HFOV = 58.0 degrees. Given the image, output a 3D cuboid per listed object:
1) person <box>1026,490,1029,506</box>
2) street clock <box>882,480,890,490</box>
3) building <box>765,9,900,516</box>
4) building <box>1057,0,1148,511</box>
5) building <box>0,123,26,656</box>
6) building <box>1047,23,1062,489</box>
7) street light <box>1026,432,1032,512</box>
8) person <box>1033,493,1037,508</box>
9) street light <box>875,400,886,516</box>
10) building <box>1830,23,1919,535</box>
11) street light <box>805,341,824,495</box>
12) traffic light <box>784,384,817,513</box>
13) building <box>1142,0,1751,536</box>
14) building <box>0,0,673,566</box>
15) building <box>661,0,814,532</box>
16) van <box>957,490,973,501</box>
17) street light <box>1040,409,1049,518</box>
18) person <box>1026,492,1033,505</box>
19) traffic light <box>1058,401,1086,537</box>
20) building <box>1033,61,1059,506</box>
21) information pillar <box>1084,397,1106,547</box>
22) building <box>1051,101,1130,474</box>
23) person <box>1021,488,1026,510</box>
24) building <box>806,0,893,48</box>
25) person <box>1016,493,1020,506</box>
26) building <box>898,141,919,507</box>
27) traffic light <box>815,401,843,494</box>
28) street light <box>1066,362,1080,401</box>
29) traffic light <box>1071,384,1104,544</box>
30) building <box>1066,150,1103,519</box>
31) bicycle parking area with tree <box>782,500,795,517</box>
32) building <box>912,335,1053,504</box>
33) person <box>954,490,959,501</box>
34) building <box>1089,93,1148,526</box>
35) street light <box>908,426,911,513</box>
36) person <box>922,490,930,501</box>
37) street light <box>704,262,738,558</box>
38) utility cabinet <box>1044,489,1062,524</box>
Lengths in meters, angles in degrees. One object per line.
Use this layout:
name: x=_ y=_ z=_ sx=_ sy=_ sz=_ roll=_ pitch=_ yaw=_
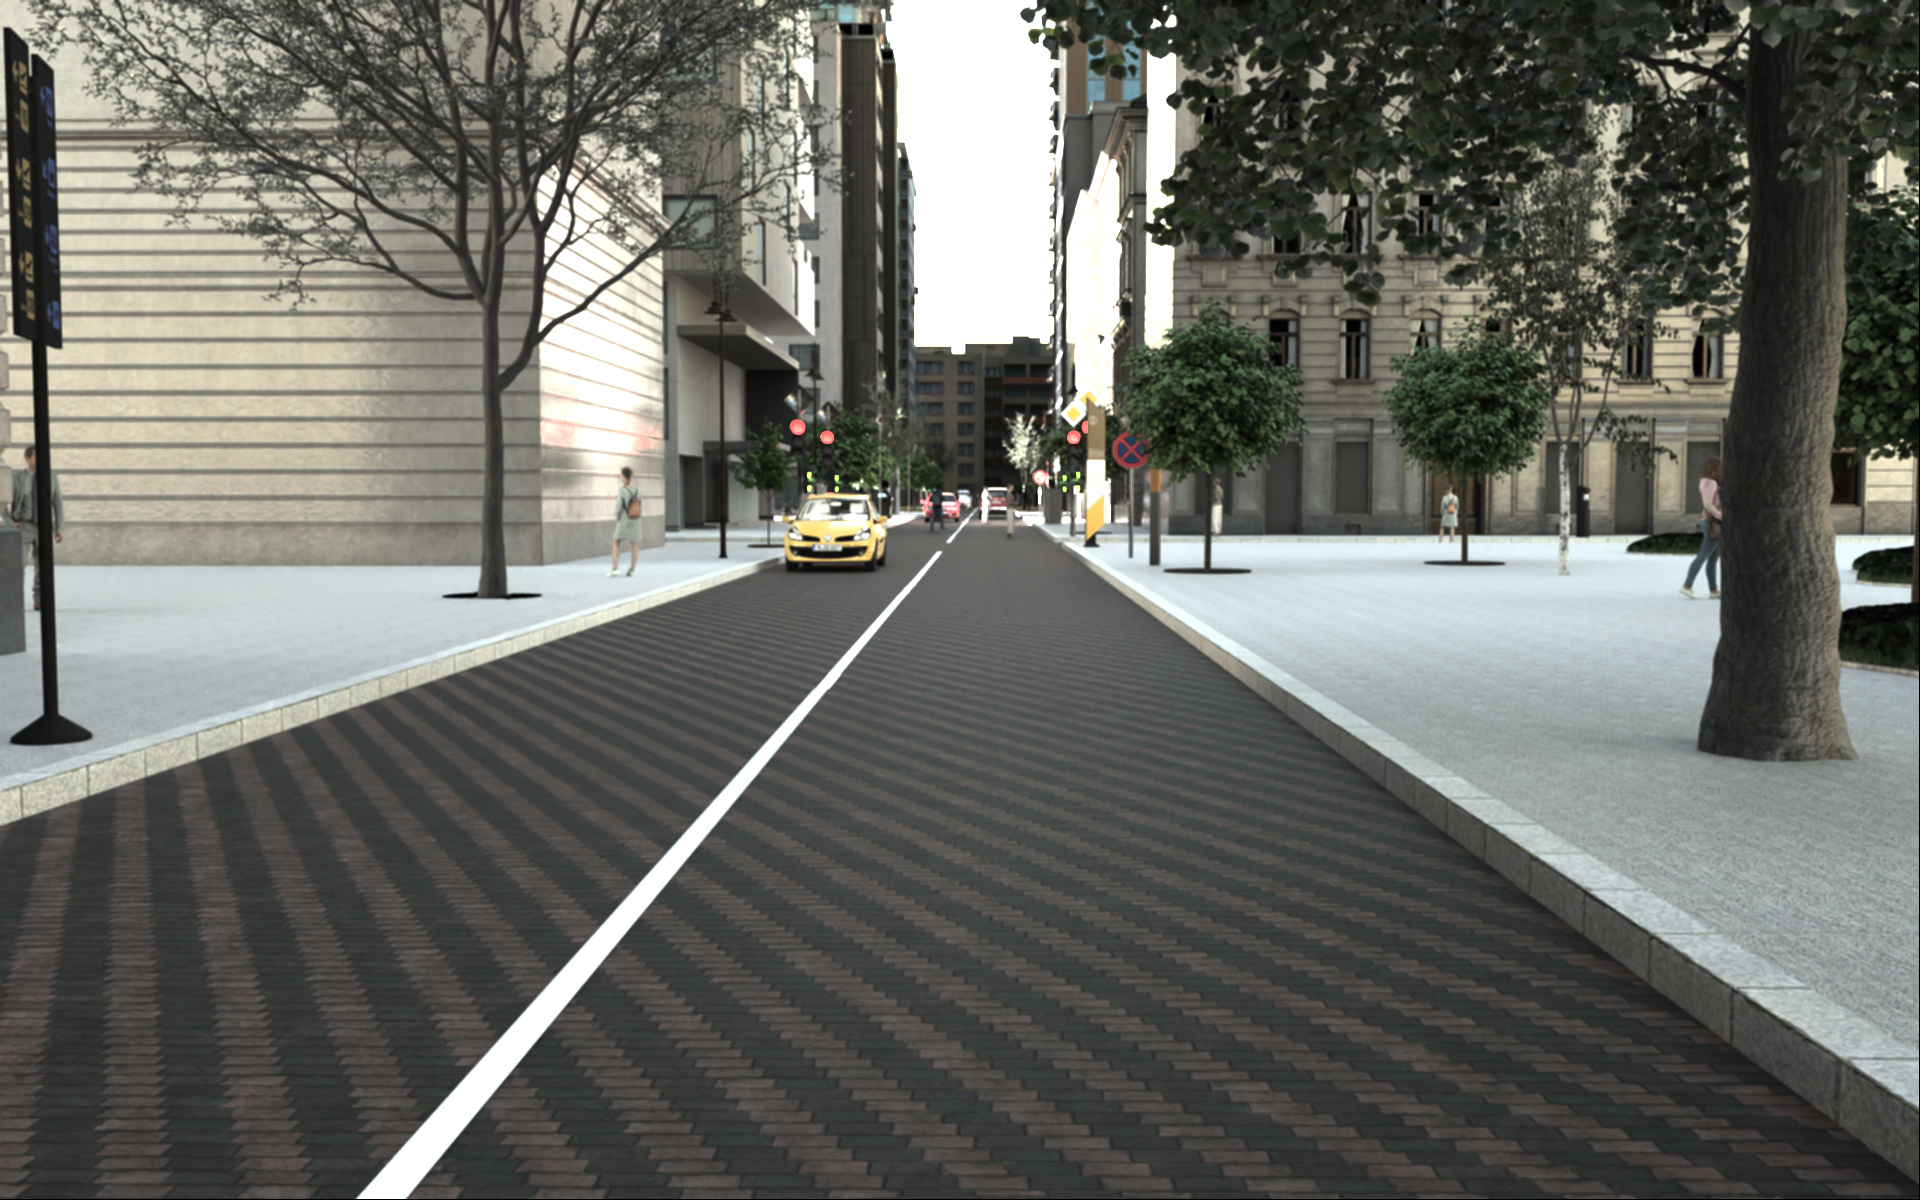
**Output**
person: x=7.348 y=-11.096 z=188.193 sx=0.721 sy=1.736 sz=1.217 roll=0 pitch=4 yaw=-5
street clock: x=-3.902 y=-5.231 z=90.098 sx=0.471 sy=2.002 sz=0.358 roll=0 pitch=4 yaw=3
building: x=-11.133 y=-20.532 z=107.403 sx=14.160 sy=30.474 sz=14.107 roll=0 pitch=4 yaw=1
building: x=14.766 y=-29.583 z=133.789 sx=14.600 sy=45.320 sz=14.200 roll=0 pitch=4 yaw=1
building: x=-12.543 y=-10.726 z=4.241 sx=11.050 sy=23.489 sz=19.941 roll=0 pitch=4 yaw=1
building: x=19.073 y=-30.619 z=155.251 sx=22.147 sy=44.769 sz=28.867 roll=0 pitch=4 yaw=1
street light: x=5.052 y=-9.399 z=126.460 sx=0.468 sy=5.910 sz=1.993 roll=0 pitch=4 yaw=1
person: x=7.067 y=-9.649 z=164.521 sx=0.721 sy=1.735 sz=1.217 roll=0 pitch=4 yaw=-6
street light: x=-3.891 y=-6.866 z=85.044 sx=0.468 sy=5.910 sz=1.993 roll=0 pitch=4 yaw=1
building: x=46.712 y=-17.387 z=60.695 sx=44.131 sy=29.872 sz=17.030 roll=0 pitch=4 yaw=1
street light: x=-4.404 y=-4.884 z=52.637 sx=0.468 sy=5.910 sz=1.993 roll=0 pitch=4 yaw=1
traffic light: x=-4.100 y=-3.393 z=44.402 sx=0.839 sy=4.253 sz=0.868 roll=0 pitch=4 yaw=1
building: x=15.451 y=-12.745 z=57.534 sx=18.267 sy=20.994 sz=9.793 roll=0 pitch=4 yaw=1
building: x=-18.877 y=-11.892 z=36.235 sx=24.055 sy=21.916 sz=13.314 roll=0 pitch=4 yaw=1
building: x=-20.372 y=-29.364 z=69.334 sx=28.713 sy=52.752 sz=27.495 roll=0 pitch=4 yaw=1
van: x=0.327 y=-10.438 z=177.678 sx=2.013 sy=2.044 sz=4.112 roll=0 pitch=4 yaw=1
street light: x=4.567 y=-7.417 z=94.052 sx=0.468 sy=5.910 sz=1.993 roll=0 pitch=4 yaw=1
person: x=8.306 y=-12.069 z=203.368 sx=1.348 sy=1.824 sz=0.705 roll=1 pitch=4 yaw=13
traffic light: x=3.396 y=-3.875 z=52.278 sx=0.839 sy=4.253 sz=0.868 roll=0 pitch=4 yaw=1
building: x=19.383 y=-53.295 z=184.049 sx=22.319 sy=86.520 sz=31.000 roll=0 pitch=4 yaw=1
information pillar: x=3.272 y=-3.095 z=41.958 sx=0.504 sy=3.616 sz=0.183 roll=-1 pitch=4 yaw=-18
building: x=13.593 y=-19.679 z=115.253 sx=14.314 sy=27.812 sz=24.014 roll=0 pitch=4 yaw=1
person: x=5.274 y=-8.360 z=142.744 sx=0.705 sy=1.822 sz=1.348 roll=1 pitch=4 yaw=17
building: x=-16.970 y=-31.969 z=142.307 sx=23.786 sy=49.044 sz=30.456 roll=0 pitch=4 yaw=1
person: x=6.424 y=-11.343 z=192.168 sx=0.551 sy=1.740 sz=0.621 roll=2 pitch=4 yaw=34
building: x=-16.583 y=-30.215 z=185.900 sx=23.993 sy=40.220 sz=32.217 roll=0 pitch=4 yaw=1
traffic light: x=-3.965 y=-3.882 z=52.386 sx=0.839 sy=4.253 sz=0.868 roll=0 pitch=4 yaw=1
street light: x=3.979 y=-5.387 z=60.865 sx=0.468 sy=5.910 sz=1.993 roll=0 pitch=4 yaw=1
traffic light: x=3.261 y=-3.387 z=44.294 sx=0.839 sy=4.253 sz=0.868 roll=0 pitch=4 yaw=1
building: x=11.448 y=-14.701 z=95.115 sx=10.420 sy=20.320 sz=16.860 roll=0 pitch=4 yaw=1
bicycle parking area with tree: x=-13.481 y=-6.606 z=95.008 sx=8.231 sy=4.147 sz=9.016 roll=1 pitch=4 yaw=22
building: x=8.664 y=-23.308 z=226.119 sx=28.899 sy=21.520 sz=27.650 roll=0 pitch=4 yaw=1
person: x=-0.431 y=-8.655 z=150.543 sx=0.617 sy=1.759 sz=0.750 roll=1 pitch=4 yaw=18
building: x=11.536 y=-12.996 z=77.109 sx=10.561 sy=19.102 sz=19.286 roll=0 pitch=4 yaw=1
street light: x=-3.432 y=-8.848 z=117.451 sx=0.468 sy=5.910 sz=1.993 roll=0 pitch=4 yaw=1
person: x=-3.324 y=-10.133 z=172.423 sx=1.217 sy=1.736 sz=0.721 roll=0 pitch=4 yaw=-2
street light: x=-4.758 y=-3.782 z=34.629 sx=0.468 sy=5.910 sz=1.993 roll=0 pitch=4 yaw=1
utility cabinet: x=3.987 y=-4.010 z=74.237 sx=0.318 sy=1.500 sz=1.173 roll=2 pitch=4 yaw=27
